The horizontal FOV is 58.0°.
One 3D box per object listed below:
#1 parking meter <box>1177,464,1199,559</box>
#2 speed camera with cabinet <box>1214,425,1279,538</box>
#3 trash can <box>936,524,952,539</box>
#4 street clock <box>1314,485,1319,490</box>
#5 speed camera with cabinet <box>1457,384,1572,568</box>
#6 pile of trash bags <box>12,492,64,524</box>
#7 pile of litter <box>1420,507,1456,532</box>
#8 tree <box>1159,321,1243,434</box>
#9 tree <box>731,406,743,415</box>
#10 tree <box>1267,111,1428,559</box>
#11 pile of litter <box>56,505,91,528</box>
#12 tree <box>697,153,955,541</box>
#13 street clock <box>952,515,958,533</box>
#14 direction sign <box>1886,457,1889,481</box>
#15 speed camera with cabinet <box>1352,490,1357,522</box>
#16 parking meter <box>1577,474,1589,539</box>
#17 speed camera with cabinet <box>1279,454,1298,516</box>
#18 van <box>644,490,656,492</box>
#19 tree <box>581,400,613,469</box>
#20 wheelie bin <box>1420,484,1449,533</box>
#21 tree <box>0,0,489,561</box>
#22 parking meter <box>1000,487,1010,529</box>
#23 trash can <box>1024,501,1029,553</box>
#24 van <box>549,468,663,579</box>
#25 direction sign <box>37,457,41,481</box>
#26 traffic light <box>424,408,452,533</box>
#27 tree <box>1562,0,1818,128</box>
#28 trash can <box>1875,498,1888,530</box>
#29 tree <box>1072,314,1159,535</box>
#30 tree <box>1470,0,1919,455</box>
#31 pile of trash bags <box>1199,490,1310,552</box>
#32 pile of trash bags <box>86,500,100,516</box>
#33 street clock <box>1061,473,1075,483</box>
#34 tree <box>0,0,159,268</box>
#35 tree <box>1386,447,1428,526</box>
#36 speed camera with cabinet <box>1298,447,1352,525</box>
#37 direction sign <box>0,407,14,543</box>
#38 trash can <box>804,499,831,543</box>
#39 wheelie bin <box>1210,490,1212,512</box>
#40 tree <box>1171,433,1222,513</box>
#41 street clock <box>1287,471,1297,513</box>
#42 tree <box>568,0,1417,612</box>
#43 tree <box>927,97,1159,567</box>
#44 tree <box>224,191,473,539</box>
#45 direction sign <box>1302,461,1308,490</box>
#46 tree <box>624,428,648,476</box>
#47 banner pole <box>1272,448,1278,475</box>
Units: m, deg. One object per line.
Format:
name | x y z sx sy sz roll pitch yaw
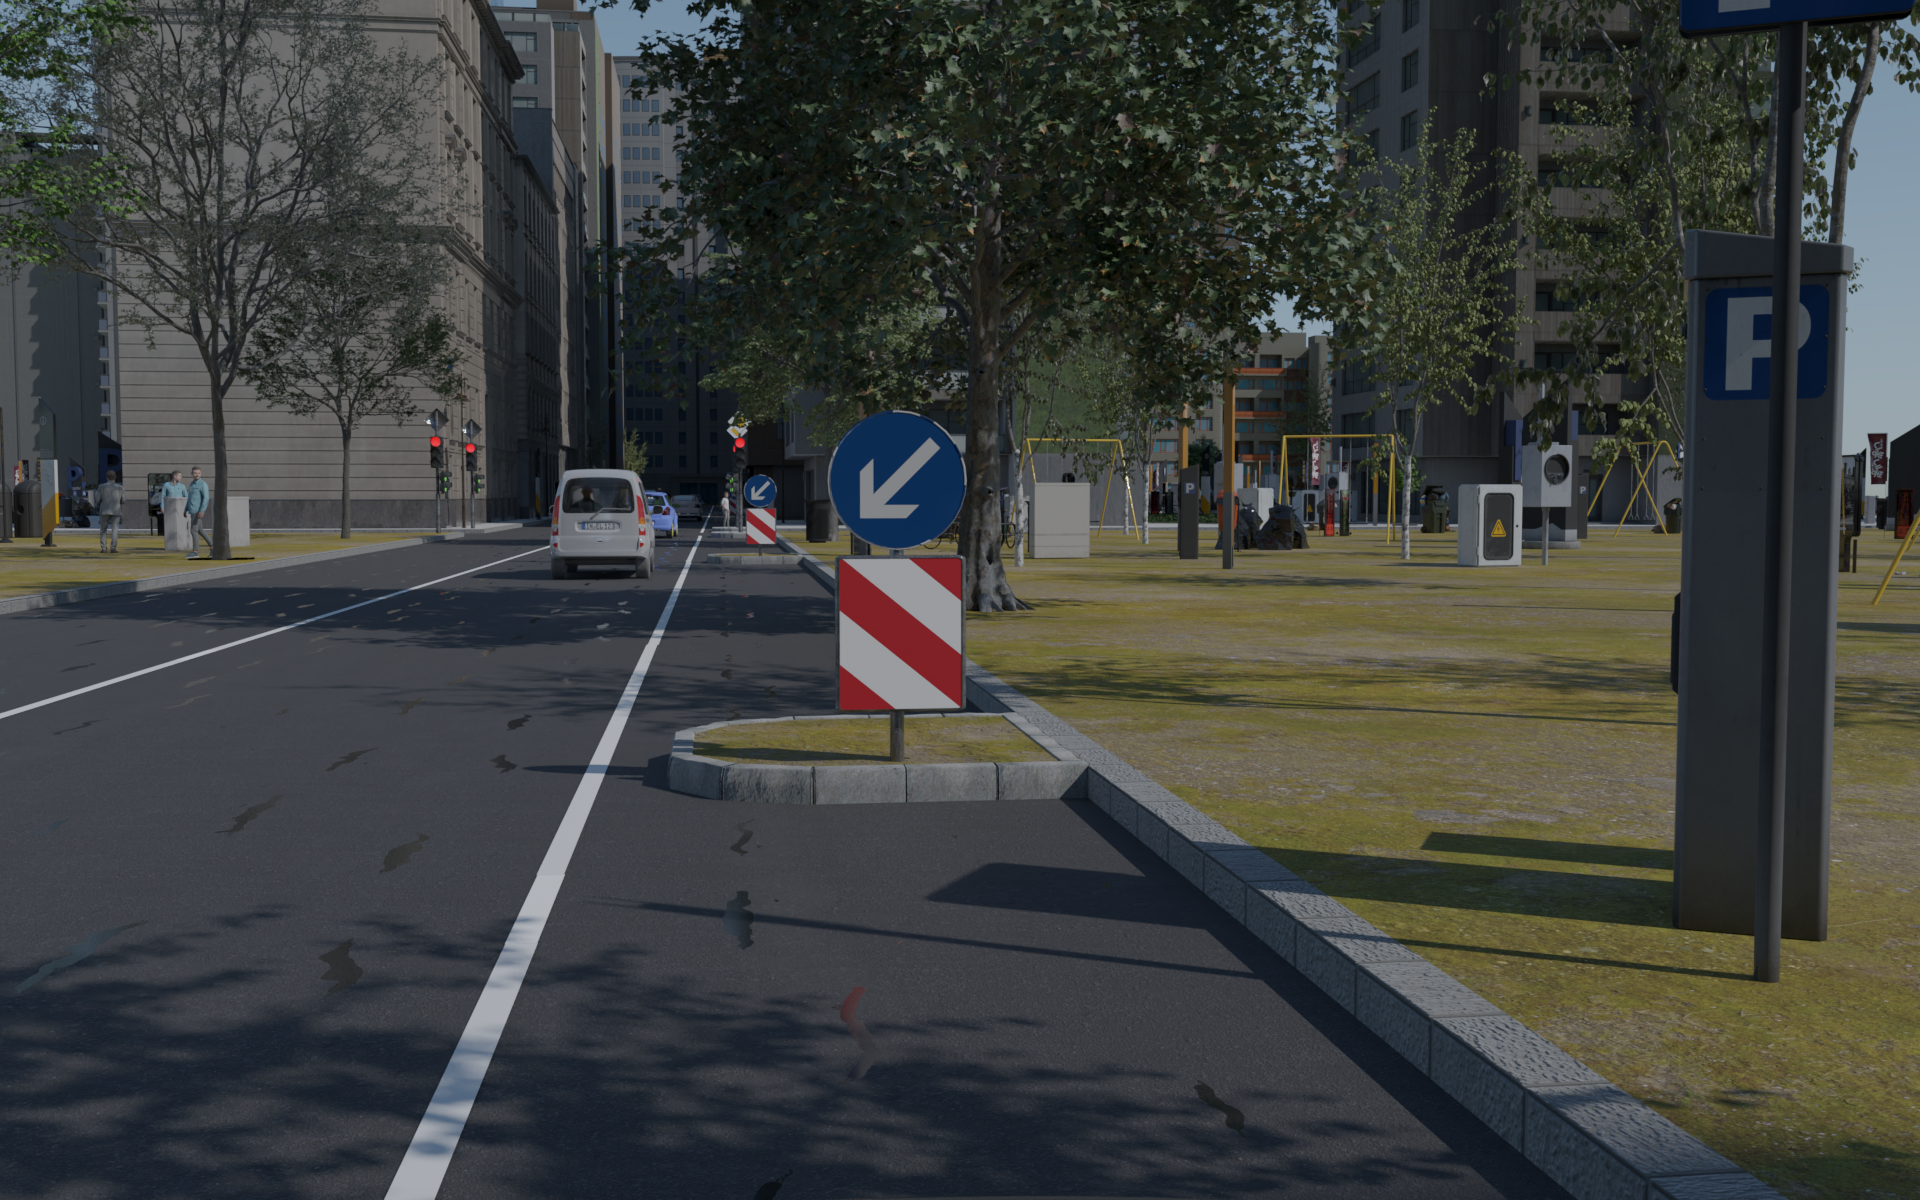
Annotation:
parking meter | 4.490 -1.736 34.089 0.399 1.863 0.255 0 4 0
speed camera with cabinet | 8.013 -3.339 48.933 0.660 3.252 2.038 -2 4 -29
trash can | -0.530 -2.347 50.035 0.748 1.137 0.748 0 3 0
street clock | 22.362 -6.360 108.550 0.358 2.002 0.471 -1 4 -13
speed camera with cabinet | 9.851 -2.225 30.710 2.038 3.252 0.660 -1 4 -21
pile of trash bags | -40.090 -3.990 74.986 3.447 1.369 1.912 1 4 20
pile of litter | 16.324 -2.766 59.185 1.176 0.858 1.719 1 4 10
tree | 4.962 -5.766 44.644 4.360 8.622 3.978 0 3 0
tree | -11.162 -9.339 103.054 4.737 8.622 4.395 0 3 0
tree | 8.976 -5.121 34.088 4.737 8.622 4.395 0 3 0
pile of litter | -33.692 -3.161 65.648 1.176 0.858 1.719 1 4 13
tree | -3.698 -7.898 47.253 7.486 12.596 7.792 0 3 0
street clock | -0.183 -3.149 56.054 0.471 2.002 0.358 -2 4 -29
direction sign | 56.549 -6.941 105.479 0.379 3.537 0.876 -3 4 -36
speed camera with cabinet | 17.301 -5.191 79.214 2.038 3.252 0.660 -3 4 -37
parking meter | 17.758 -2.686 49.621 0.399 1.863 0.255 -1 4 -10
speed camera with cabinet | 14.771 -5.187 79.136 2.038 3.252 0.660 -1 4 -15
van | -29.003 -9.464 161.741 2.013 2.044 4.112 -1 4 -10
tree | -28.958 -11.269 134.611 4.360 8.622 3.978 0 3 0
wheelie bin | 15.550 -2.982 56.667 0.980 1.594 0.693 -1 4 -22
tree | -14.259 -7.509 33.146 12.009 13.543 11.850 0 3 0
parking meter | 1.506 -3.093 58.989 0.372 1.533 0.369 0 3 0
trash can | 1.719 -1.506 36.280 0.748 1.137 0.748 0 3 0
van | -6.282 -1.445 30.643 2.013 2.044 4.112 -1 4 -8
direction sign | -56.527 -7.038 107.075 0.876 3.537 0.379 -3 5 -41
traffic light | -17.033 -4.134 56.515 0.839 4.253 0.868 0 4 -8
tree | 9.547 -4.439 22.943 4.737 8.622 4.395 0 3 0
trash can | 33.511 -3.121 62.681 0.748 1.137 0.748 0 3 0
tree | 5.303 -6.390 54.833 4.737 8.622 4.395 0 3 0
tree | 4.488 -3.611 9.408 4.360 8.622 3.978 0 3 0
pile of trash bags | 6.707 -1.839 39.815 1.912 1.369 3.447 2 4 31
pile of trash bags | -50.120 -5.612 101.516 3.447 1.369 1.912 0 4 2
street clock | 3.656 -3.304 58.586 0.471 2.002 0.358 -3 5 -43
tree | -12.101 -5.644 18.035 9.928 11.665 9.643 0 3 0
tree | 18.182 -4.626 70.236 1.663 3.219 1.824 0 3 0
speed camera with cabinet | 15.326 -4.801 72.839 0.660 3.252 2.038 -3 4 -37
direction sign | -25.080 -3.266 45.396 0.379 3.537 0.876 -2 4 -27
trash can | -3.754 -2.075 45.575 0.748 1.137 0.748 0 3 0
wheelie bin | 18.934 -7.561 131.535 0.980 1.594 0.693 -3 5 -44
tree | 12.971 -6.674 92.840 4.285 4.588 4.351 0 3 0
street clock | 10.537 -3.090 55.084 0.358 2.002 0.471 2 4 24
tree | 0.334 -6.227 18.821 9.611 12.733 9.660 0 3 0
tree | 1.075 -4.881 30.174 4.360 8.622 3.978 0 3 0
tree | -17.456 -7.058 49.806 8.767 10.594 7.601 3 5 40
direction sign | 23.398 -7.678 117.529 0.379 3.537 0.876 2 4 34
tree | -36.227 -14.619 189.380 4.737 8.622 4.395 0 3 0
banner pole | 17.091 -6.364 94.060 0.401 3.779 0.863 -1 4 -20
